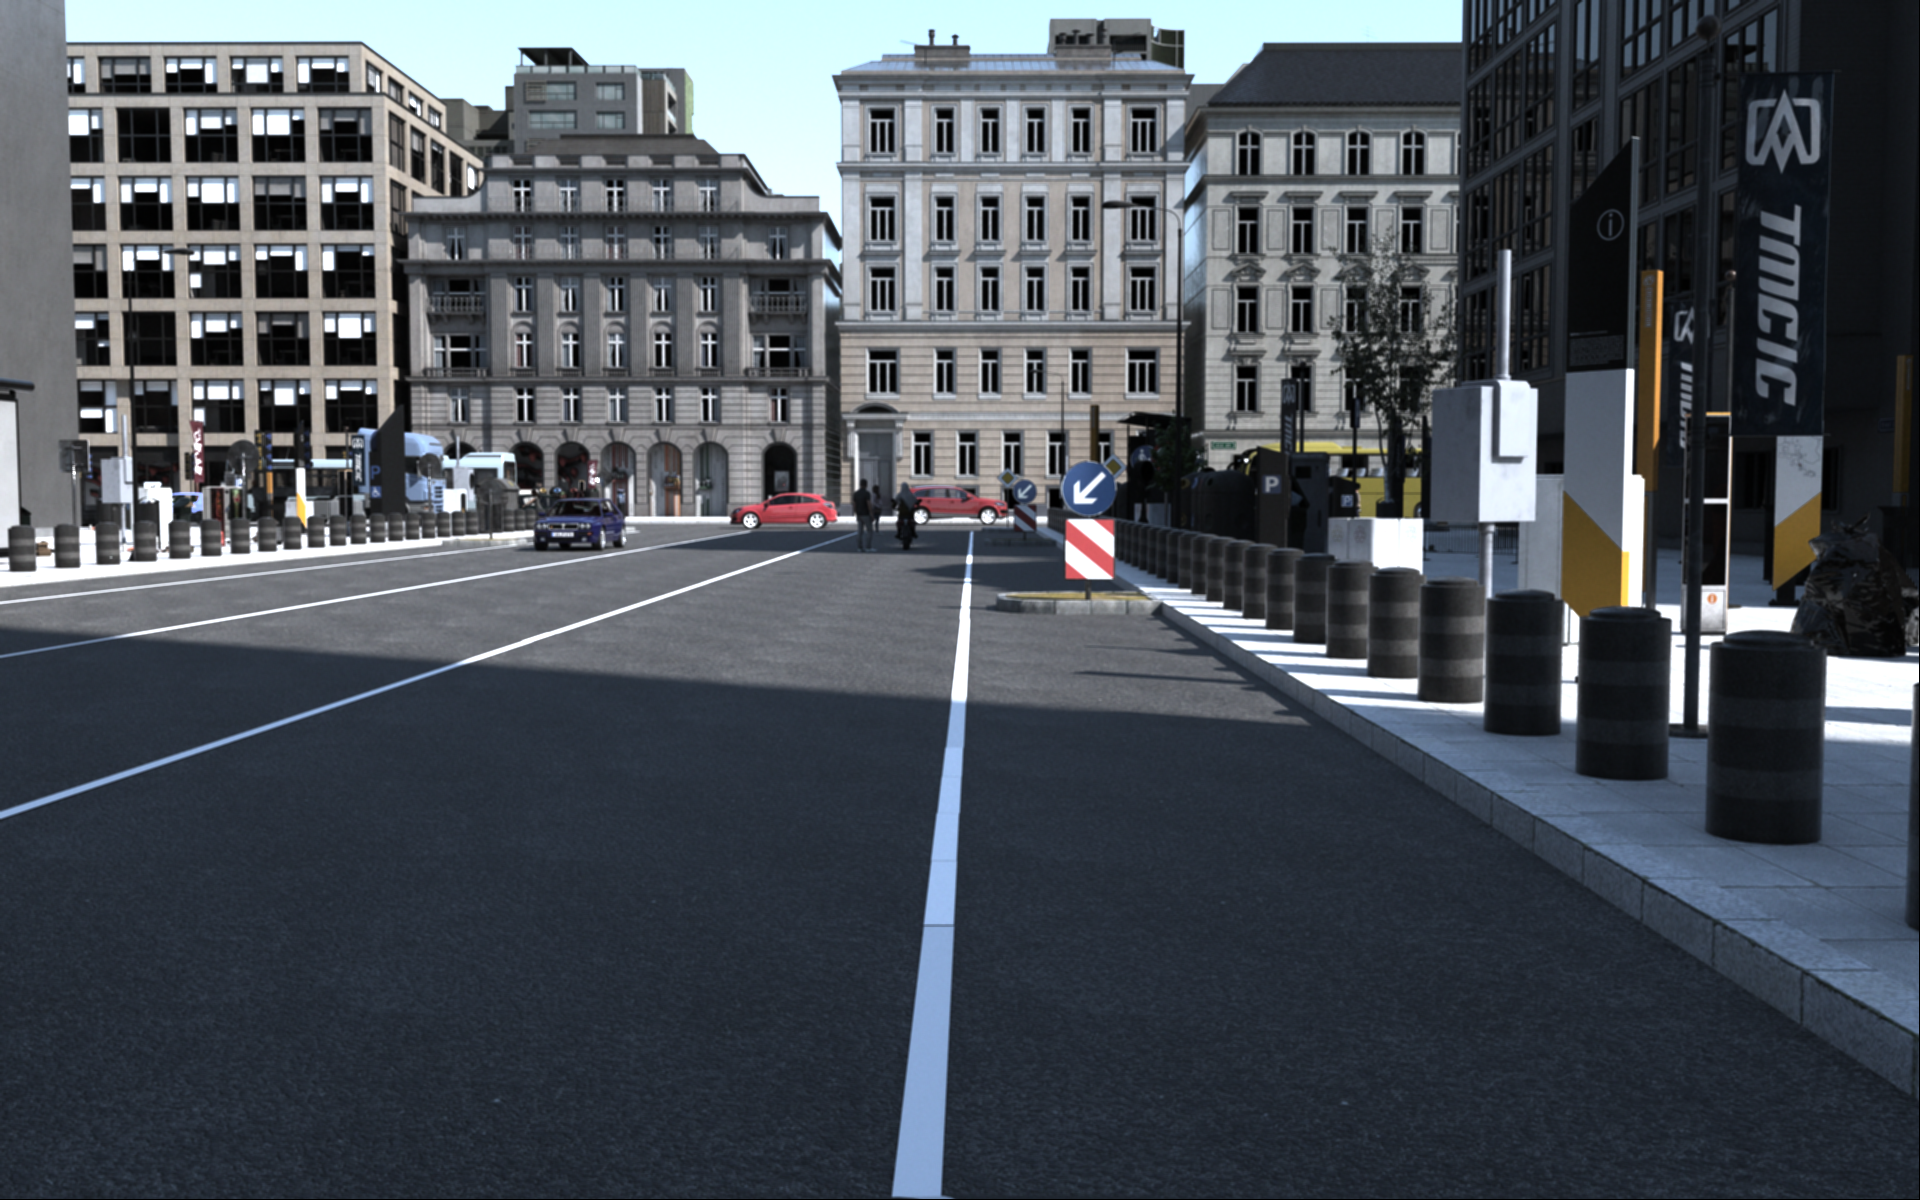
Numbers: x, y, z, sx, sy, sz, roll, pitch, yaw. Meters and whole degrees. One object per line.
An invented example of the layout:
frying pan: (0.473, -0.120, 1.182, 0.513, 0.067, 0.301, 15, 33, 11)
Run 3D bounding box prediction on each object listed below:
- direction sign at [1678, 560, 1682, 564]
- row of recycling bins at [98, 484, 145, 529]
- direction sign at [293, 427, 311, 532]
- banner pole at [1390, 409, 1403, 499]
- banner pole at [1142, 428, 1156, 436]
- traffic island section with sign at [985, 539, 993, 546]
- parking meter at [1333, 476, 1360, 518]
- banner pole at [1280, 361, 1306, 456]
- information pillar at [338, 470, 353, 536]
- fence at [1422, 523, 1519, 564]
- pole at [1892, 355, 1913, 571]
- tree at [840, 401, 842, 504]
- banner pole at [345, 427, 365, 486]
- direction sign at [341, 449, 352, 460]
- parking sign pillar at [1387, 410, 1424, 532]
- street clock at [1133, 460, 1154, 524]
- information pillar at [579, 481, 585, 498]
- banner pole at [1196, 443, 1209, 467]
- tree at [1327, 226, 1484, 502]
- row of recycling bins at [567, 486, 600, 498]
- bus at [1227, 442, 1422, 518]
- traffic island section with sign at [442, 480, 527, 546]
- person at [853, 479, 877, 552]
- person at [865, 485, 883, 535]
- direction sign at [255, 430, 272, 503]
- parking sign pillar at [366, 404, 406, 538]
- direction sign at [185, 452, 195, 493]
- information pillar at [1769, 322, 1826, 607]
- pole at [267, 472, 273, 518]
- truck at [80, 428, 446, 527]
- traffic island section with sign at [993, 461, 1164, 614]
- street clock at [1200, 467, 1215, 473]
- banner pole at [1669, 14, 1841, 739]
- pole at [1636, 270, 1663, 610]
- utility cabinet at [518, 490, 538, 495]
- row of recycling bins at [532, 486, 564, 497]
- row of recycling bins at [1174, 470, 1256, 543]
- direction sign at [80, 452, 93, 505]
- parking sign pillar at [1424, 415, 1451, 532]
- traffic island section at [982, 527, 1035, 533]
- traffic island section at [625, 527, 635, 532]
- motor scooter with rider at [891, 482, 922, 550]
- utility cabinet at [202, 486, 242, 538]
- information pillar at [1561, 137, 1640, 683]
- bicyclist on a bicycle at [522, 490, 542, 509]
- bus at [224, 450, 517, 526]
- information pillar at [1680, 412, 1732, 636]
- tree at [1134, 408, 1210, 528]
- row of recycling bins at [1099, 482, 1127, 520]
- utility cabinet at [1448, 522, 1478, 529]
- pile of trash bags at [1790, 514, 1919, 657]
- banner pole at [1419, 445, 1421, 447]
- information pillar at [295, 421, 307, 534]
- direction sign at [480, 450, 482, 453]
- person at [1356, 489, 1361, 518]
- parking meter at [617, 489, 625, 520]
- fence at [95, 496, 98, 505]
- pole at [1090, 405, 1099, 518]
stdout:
direction sign: (13.442, -2.435, 31.809, 0.379, 3.537, 0.876, -1, 4, -14)
row of recycling bins: (-31.301, -3.521, 64.677, 1.069, 1.692, 3.534, -1, 4, -9)
direction sign: (-22.414, -4.102, 59.071, 0.876, 3.537, 0.379, 2, 4, 34)
banner pole: (12.712, -3.702, 50.550, 0.401, 3.779, 0.863, 3, 5, 41)
banner pole: (6.664, -4.326, 60.741, 0.863, 3.779, 0.401, -3, 4, -37)
traffic island section with sign: (1.689, -2.441, 48.540, 1.989, 1.847, 2.006, 0, 4, 0)
parking meter: (5.385, -0.963, 24.159, 0.372, 1.533, 0.369, 0, 3, 0)
banner pole: (6.334, -2.622, 32.880, 0.401, 3.779, 0.863, -2, 4, -28)
information pillar: (-18.783, -2.965, 52.975, 0.304, 2.012, 0.304, 2, 4, 24)
fence: (9.640, -1.062, 32.738, 0.278, 0.683, 2.069, -3, 5, -42)
pole: (13.858, -1.936, 25.493, 0.158, 3.312, 0.155, 0, 3, 0)
tree: (-14.889, -18.998, 220.986, 12.009, 13.543, 11.850, 0, 3, 0)
banner pole: (-22.569, -4.557, 64.527, 0.863, 3.779, 0.401, 0, 4, -8)
direction sign: (-30.985, -5.851, 87.660, 0.379, 3.537, 0.876, 1, 4, 17)
parking sign pillar: (14.011, -4.114, 55.736, 1.447, 3.967, 1.447, 1, 4, 9)
street clock: (3.939, -1.997, 37.220, 0.358, 2.002, 0.471, 3, 5, 44)
information pillar: (-20.774, -5.544, 95.143, 0.304, 2.012, 0.304, -1, 4, -15)
banner pole: (11.948, -5.832, 85.375, 0.863, 3.779, 0.401, 0, 4, 5)
tree: (11.827, -5.932, 47.357, 4.360, 8.622, 3.978, 0, 3, 0)
row of recycling bins: (-25.311, -6.896, 119.856, 1.069, 1.692, 3.534, 3, 5, 39)
bus: (18.969, -5.544, 82.197, 12.252, 3.916, 2.896, 0, 4, 2)
traffic island section with sign: (-13.288, -2.450, 48.680, 1.989, 1.847, 2.006, 0, 4, 0)
person: (-2.360, -2.108, 43.102, 0.434, 1.807, 0.598, -3, 5, -41)
person: (-3.012, -3.160, 60.760, 0.643, 1.750, 0.593, 0, 4, 2)
direction sign: (-24.732, -4.255, 61.568, 0.379, 3.537, 0.876, 1, 4, 16)
parking sign pillar: (-17.048, -3.859, 51.568, 1.447, 3.967, 1.447, 1, 4, 13)
direction sign: (-41.872, -6.259, 94.337, 0.876, 3.537, 0.379, 2, 4, 27)
information pillar: (9.543, -1.735, 19.723, 0.504, 3.616, 0.183, 1, 4, 21)
pole: (-25.430, -4.279, 63.802, 0.158, 3.312, 0.155, 0, 3, 0)
truck: (-30.104, -4.993, 71.390, 18.799, 4.110, 2.967, 0, 4, 1)
traffic island section with sign: (1.452, -0.793, 21.586, 1.989, 1.847, 2.006, 0, 4, 0)
street clock: (6.697, -2.590, 46.910, 0.471, 2.002, 0.358, -1, 4, -18)
banner pole: (4.142, -1.169, 9.132, 0.863, 3.779, 0.401, 0, 4, 7)
pole: (6.321, -1.350, 15.916, 0.158, 3.312, 0.155, 0, 3, 0)
utility cabinet: (-21.713, -4.780, 86.836, 0.318, 1.500, 1.173, 3, 4, 37)
row of recycling bins: (-29.962, -7.356, 127.379, 3.534, 1.692, 1.069, -1, 4, -10)
row of recycling bins: (4.542, -1.448, 30.782, 1.069, 1.692, 3.534, 0, 4, -3)
direction sign: (-47.492, -6.233, 93.914, 0.876, 3.537, 0.379, -2, 4, -35)
parking sign pillar: (16.228, -4.363, 59.809, 1.447, 3.967, 1.447, 1, 4, 22)
traffic island section: (1.821, -2.639, 65.433, 2.009, 0.180, 2.903, 0, 4, 0)
traffic island section: (-13.470, -2.648, 65.571, 2.009, 0.180, 2.903, 0, 4, 0)
motor scooter with rider: (-1.360, -2.201, 44.954, 0.876, 1.779, 1.986, 0, 4, 0)
utility cabinet: (-21.349, -2.538, 50.172, 1.173, 1.500, 0.318, 1, 4, 13)
information pillar: (4.310, -1.242, 11.655, 0.183, 3.616, 0.504, -2, 4, -35)
bicyclist on a bicycle: (-17.015, -3.609, 69.033, 1.625, 1.676, 1.499, 0, 4, 2)
bus: (-26.887, -5.079, 77.908, 13.247, 3.499, 2.948, 0, 4, -1)
information pillar: (6.785, -0.688, 15.749, 0.304, 2.012, 0.304, 0, 4, -4)
tree: (4.683, -2.706, 38.843, 1.663, 3.219, 1.824, 0, 3, 0)
row of recycling bins: (5.085, -3.135, 58.372, 1.069, 1.692, 3.534, -1, 4, -20)
utility cabinet: (18.102, -3.278, 62.276, 0.318, 1.500, 1.173, -2, 4, -31)
pile of trash bags: (8.202, -0.221, 13.374, 1.912, 1.369, 3.447, -3, 4, -39)
banner pole: (23.204, -5.989, 87.937, 0.401, 3.779, 0.863, -1, 4, -14)
information pillar: (-21.077, -3.915, 55.373, 0.183, 3.616, 0.504, 0, 4, 3)
direction sign: (-24.622, -5.938, 89.082, 0.379, 3.537, 0.876, -1, 4, -12)
person: (16.957, -4.022, 74.796, 0.750, 1.759, 0.617, 2, 4, 25)
parking meter: (-16.810, -4.742, 85.943, 0.372, 1.533, 0.369, 0, 3, 0)
fence: (-45.923, -5.070, 94.097, 0.480, 1.192, 2.264, 2, 4, 35)
pole: (3.082, -2.805, 39.704, 0.158, 3.312, 0.155, 0, 3, 0)
